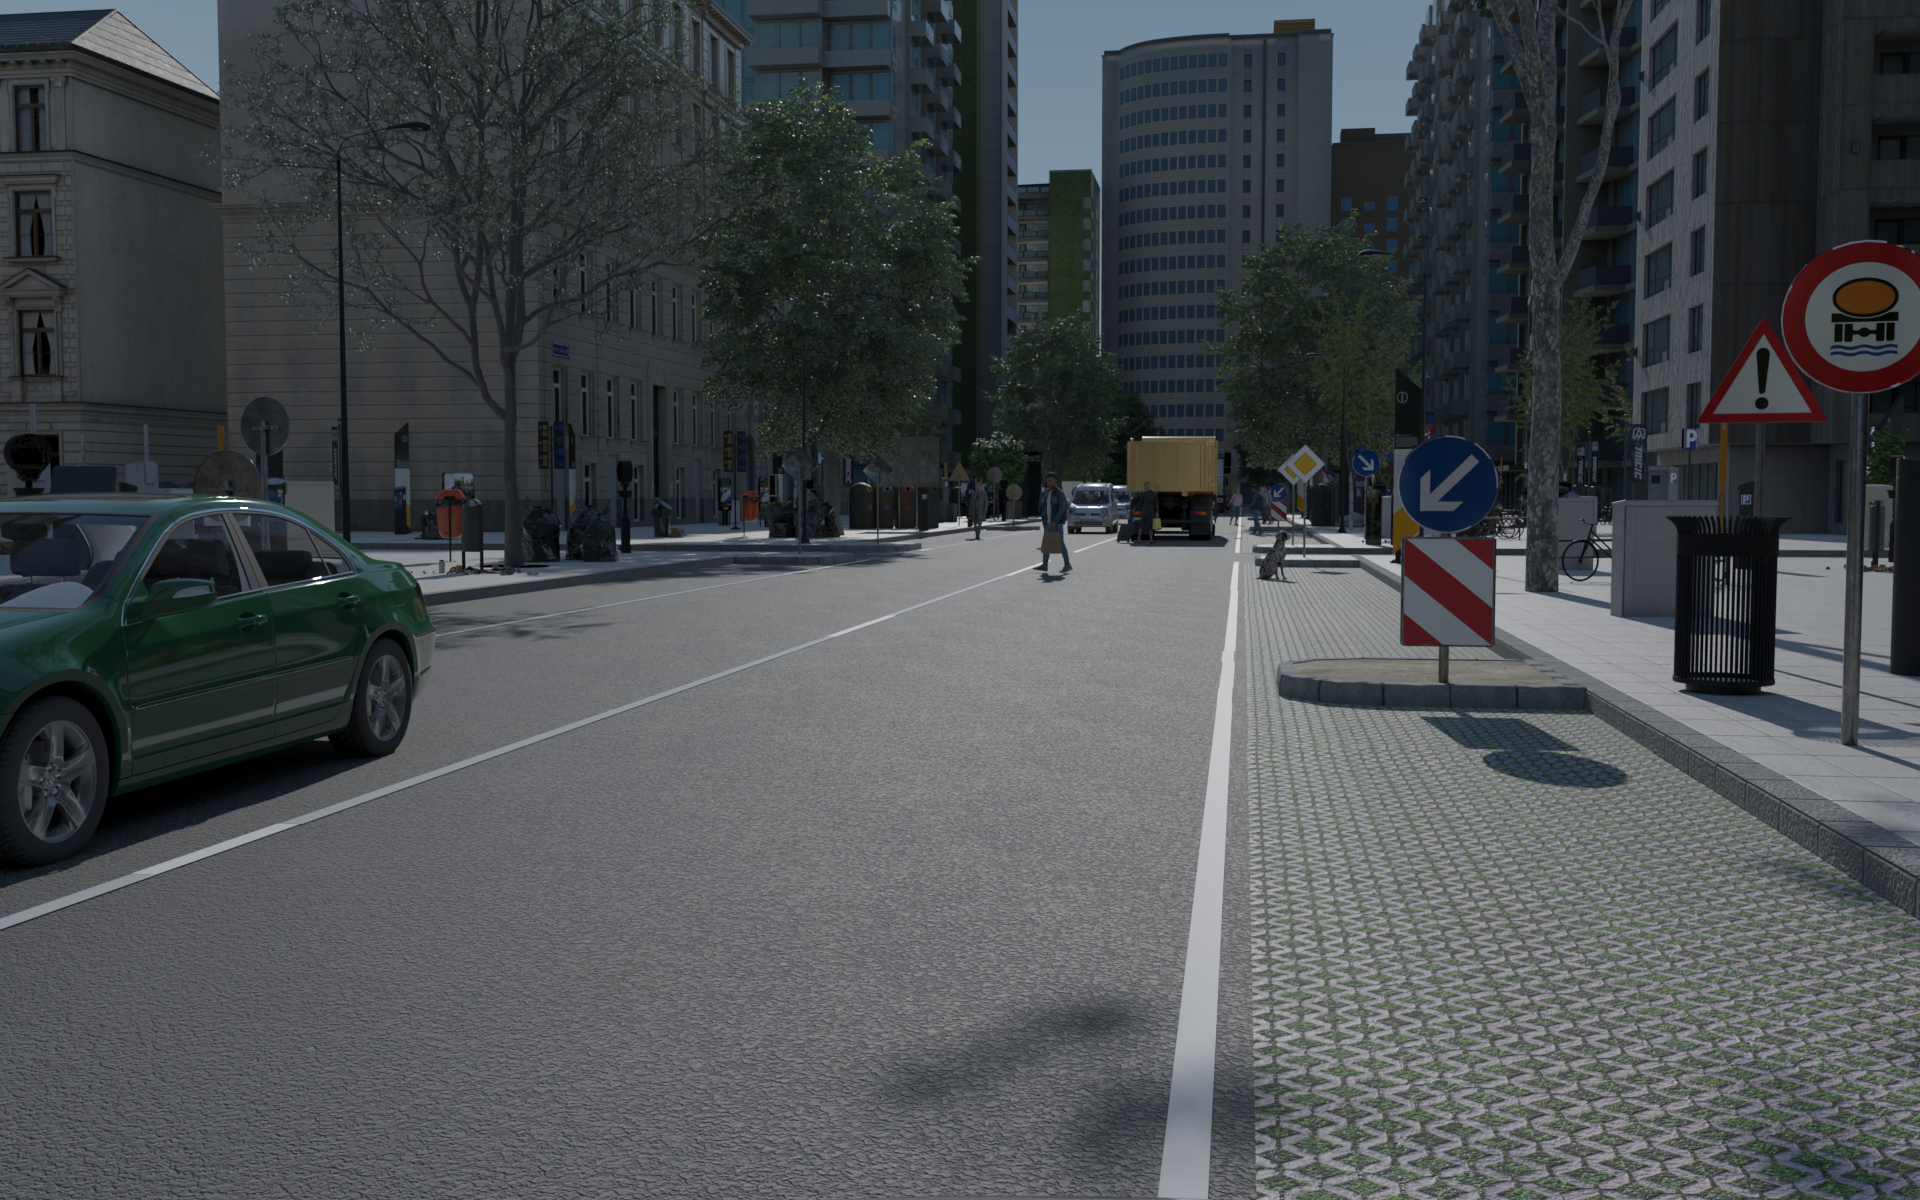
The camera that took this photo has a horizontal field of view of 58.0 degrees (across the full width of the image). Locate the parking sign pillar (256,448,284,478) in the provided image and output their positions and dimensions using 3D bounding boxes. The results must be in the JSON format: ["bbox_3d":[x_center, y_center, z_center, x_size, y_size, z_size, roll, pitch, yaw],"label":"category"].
[{"bbox_3d":[-20.386,-3.834,51.165,1.447,3.967,1.447,0,4,-6],"label":"parking sign pillar"}]

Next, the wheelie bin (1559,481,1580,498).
[{"bbox_3d":[14.323,-2.052,41.452,0.980,1.594,0.693,1,4,22],"label":"wheelie bin"}]

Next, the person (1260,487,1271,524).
[{"bbox_3d":[14.484,-4.529,83.031,0.515,1.767,0.782,-3,5,-43],"label":"person"}]

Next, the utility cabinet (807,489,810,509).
[{"bbox_3d":[-6.537,-4.401,80.633,1.173,1.500,0.318,-1,4,-10],"label":"utility cabinet"}]

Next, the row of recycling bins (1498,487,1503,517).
[{"bbox_3d":[26.996,-5.152,91.349,3.534,1.692,1.069,-1,4,-15],"label":"row of recycling bins"}]

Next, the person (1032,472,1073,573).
[{"bbox_3d":[1.704,-1.396,31.311,0.713,1.824,0.794,-1,4,-11],"label":"person"}]

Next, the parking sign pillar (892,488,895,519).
[{"bbox_3d":[-3.160,-6.147,88.977,1.447,3.967,1.447,-1,4,-22],"label":"parking sign pillar"}]

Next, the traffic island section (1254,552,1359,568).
[{"bbox_3d":[6.982,-0.780,35.036,2.009,0.180,2.903,1,4,9],"label":"traffic island section"}]

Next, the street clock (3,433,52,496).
[{"bbox_3d":[-11.161,-0.992,20.785,0.358,2.002,0.471,3,5,43],"label":"street clock"}]

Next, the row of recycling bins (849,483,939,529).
[{"bbox_3d":[-2.463,-3.500,64.338,3.534,1.692,1.069,-2,4,-27],"label":"row of recycling bins"}]

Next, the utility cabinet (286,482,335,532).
[{"bbox_3d":[-11.769,-1.372,31.104,0.318,1.500,1.173,1,4,22],"label":"utility cabinet"}]

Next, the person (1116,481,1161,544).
[{"bbox_3d":[5.247,-2.555,50.489,0.699,1.804,1.509,-2,4,-28],"label":"person"}]

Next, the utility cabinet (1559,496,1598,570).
[{"bbox_3d":[10.167,-1.110,29.306,1.020,1.237,0.306,1,4,9],"label":"utility cabinet"}]

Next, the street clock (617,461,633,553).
[{"bbox_3d":[-7.258,-2.017,37.551,0.358,2.002,0.471,-2,4,-27],"label":"street clock"}]

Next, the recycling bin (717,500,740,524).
[{"bbox_3d":[-9.866,-3.748,73.838,0.722,1.027,0.722,2,4,29],"label":"recycling bin"}]

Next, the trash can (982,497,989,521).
[{"bbox_3d":[1.023,-4.339,82.600,0.748,1.137,0.748,0,3,0],"label":"trash can"}]

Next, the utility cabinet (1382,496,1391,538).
[{"bbox_3d":[12.737,-2.408,50.537,1.020,1.237,0.306,3,4,38],"label":"utility cabinet"}]

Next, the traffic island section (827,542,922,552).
[{"bbox_3d":[-2.137,-1.366,44.612,2.009,0.180,2.903,1,4,9],"label":"traffic island section"}]

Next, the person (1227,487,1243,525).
[{"bbox_3d":[12.588,-4.310,79.635,0.731,1.740,0.598,-2,4,-24],"label":"person"}]

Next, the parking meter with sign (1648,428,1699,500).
[{"bbox_3d":[18.943,-3.081,46.643,0.543,3.016,1.738,-2,4,-27],"label":"parking meter with sign"}]

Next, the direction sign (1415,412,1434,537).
[{"bbox_3d":[12.560,-3.403,47.629,0.876,3.537,0.379,1,4,10],"label":"direction sign"}]

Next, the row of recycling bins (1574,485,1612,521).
[{"bbox_3d":[29.805,-4.575,81.921,3.534,1.692,1.069,-3,5,-43],"label":"row of recycling bins"}]

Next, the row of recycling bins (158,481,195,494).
[{"bbox_3d":[-24.288,-2.996,56.101,1.069,1.692,3.534,3,5,41],"label":"row of recycling bins"}]

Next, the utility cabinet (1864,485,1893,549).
[{"bbox_3d":[21.085,-1.922,40.101,1.173,1.500,0.318,-2,4,-27],"label":"utility cabinet"}]

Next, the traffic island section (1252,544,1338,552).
[{"bbox_3d":[8.267,-1.262,42.917,2.009,0.180,2.903,1,4,9],"label":"traffic island section"}]

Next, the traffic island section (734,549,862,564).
[{"bbox_3d":[-3.422,-0.884,36.731,2.009,0.180,2.903,1,4,9],"label":"traffic island section"}]

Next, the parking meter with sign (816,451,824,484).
[{"bbox_3d":[-5.393,-4.564,70.875,0.543,3.016,1.738,1,4,11],"label":"parking meter with sign"}]

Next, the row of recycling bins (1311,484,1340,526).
[{"bbox_3d":[14.971,-3.858,70.197,1.069,1.692,3.534,1,4,22],"label":"row of recycling bins"}]

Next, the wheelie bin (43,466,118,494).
[{"bbox_3d":[-9.817,-0.704,19.413,0.980,1.594,0.693,-1,4,-18],"label":"wheelie bin"}]

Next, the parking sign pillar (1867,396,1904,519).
[{"bbox_3d":[25.304,-3.607,47.447,1.447,3.967,1.447,-3,5,-39],"label":"parking sign pillar"}]

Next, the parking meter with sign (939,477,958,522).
[{"bbox_3d":[-0.895,-5.070,79.161,1.738,3.016,0.543,2,4,35],"label":"parking meter with sign"}]

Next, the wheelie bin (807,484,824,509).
[{"bbox_3d":[-4.589,-2.978,56.603,0.693,1.594,0.980,3,4,36],"label":"wheelie bin"}]

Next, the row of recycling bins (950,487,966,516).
[{"bbox_3d":[0.074,-5.752,101.159,1.069,1.692,3.534,1,4,11],"label":"row of recycling bins"}]

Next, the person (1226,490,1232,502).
[{"bbox_3d":[27.656,-10.404,178.591,1.348,1.826,0.705,-1,4,-18],"label":"person"}]

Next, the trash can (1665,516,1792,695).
[{"bbox_3d":[4.961,0.026,11.226,0.748,1.137,0.748,0,3,0],"label":"trash can"}]

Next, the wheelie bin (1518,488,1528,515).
[{"bbox_3d":[29.617,-5.071,90.813,0.693,1.594,0.980,1,4,20],"label":"wheelie bin"}]

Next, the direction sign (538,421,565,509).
[{"bbox_3d":[-12.719,-3.790,53.965,0.876,3.537,0.379,1,4,12],"label":"direction sign"}]

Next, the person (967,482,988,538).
[{"bbox_3d":[0.555,-2.896,55.953,0.694,1.812,0.767,1,4,22],"label":"person"}]

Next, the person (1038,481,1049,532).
[{"bbox_3d":[2.437,-2.374,47.497,0.721,1.800,0.419,-2,4,-35],"label":"person"}]

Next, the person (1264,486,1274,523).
[{"bbox_3d":[15.055,-4.656,84.647,0.620,1.820,0.660,-2,4,-34],"label":"person"}]

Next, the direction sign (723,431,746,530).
[{"bbox_3d":[-8.061,-4.286,62.078,0.876,3.537,0.379,-2,4,-33],"label":"direction sign"}]

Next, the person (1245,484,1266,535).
[{"bbox_3d":[10.357,-3.169,60.664,0.721,1.781,0.623,1,4,12],"label":"person"}]

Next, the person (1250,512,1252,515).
[{"bbox_3d":[19.348,-6.185,113.873,0.306,1.304,0.590,-3,5,-42],"label":"person"}]

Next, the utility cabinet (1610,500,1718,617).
[{"bbox_3d":[7.390,-0.431,18.203,1.020,1.237,0.306,0,4,-6],"label":"utility cabinet"}]

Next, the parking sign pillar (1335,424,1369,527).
[{"bbox_3d":[15.297,-4.811,67.138,1.447,3.967,1.447,-3,5,-40],"label":"parking sign pillar"}]

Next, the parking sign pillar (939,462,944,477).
[{"bbox_3d":[-1.661,-7.167,105.653,1.447,3.967,1.447,0,4,-4],"label":"parking sign pillar"}]
